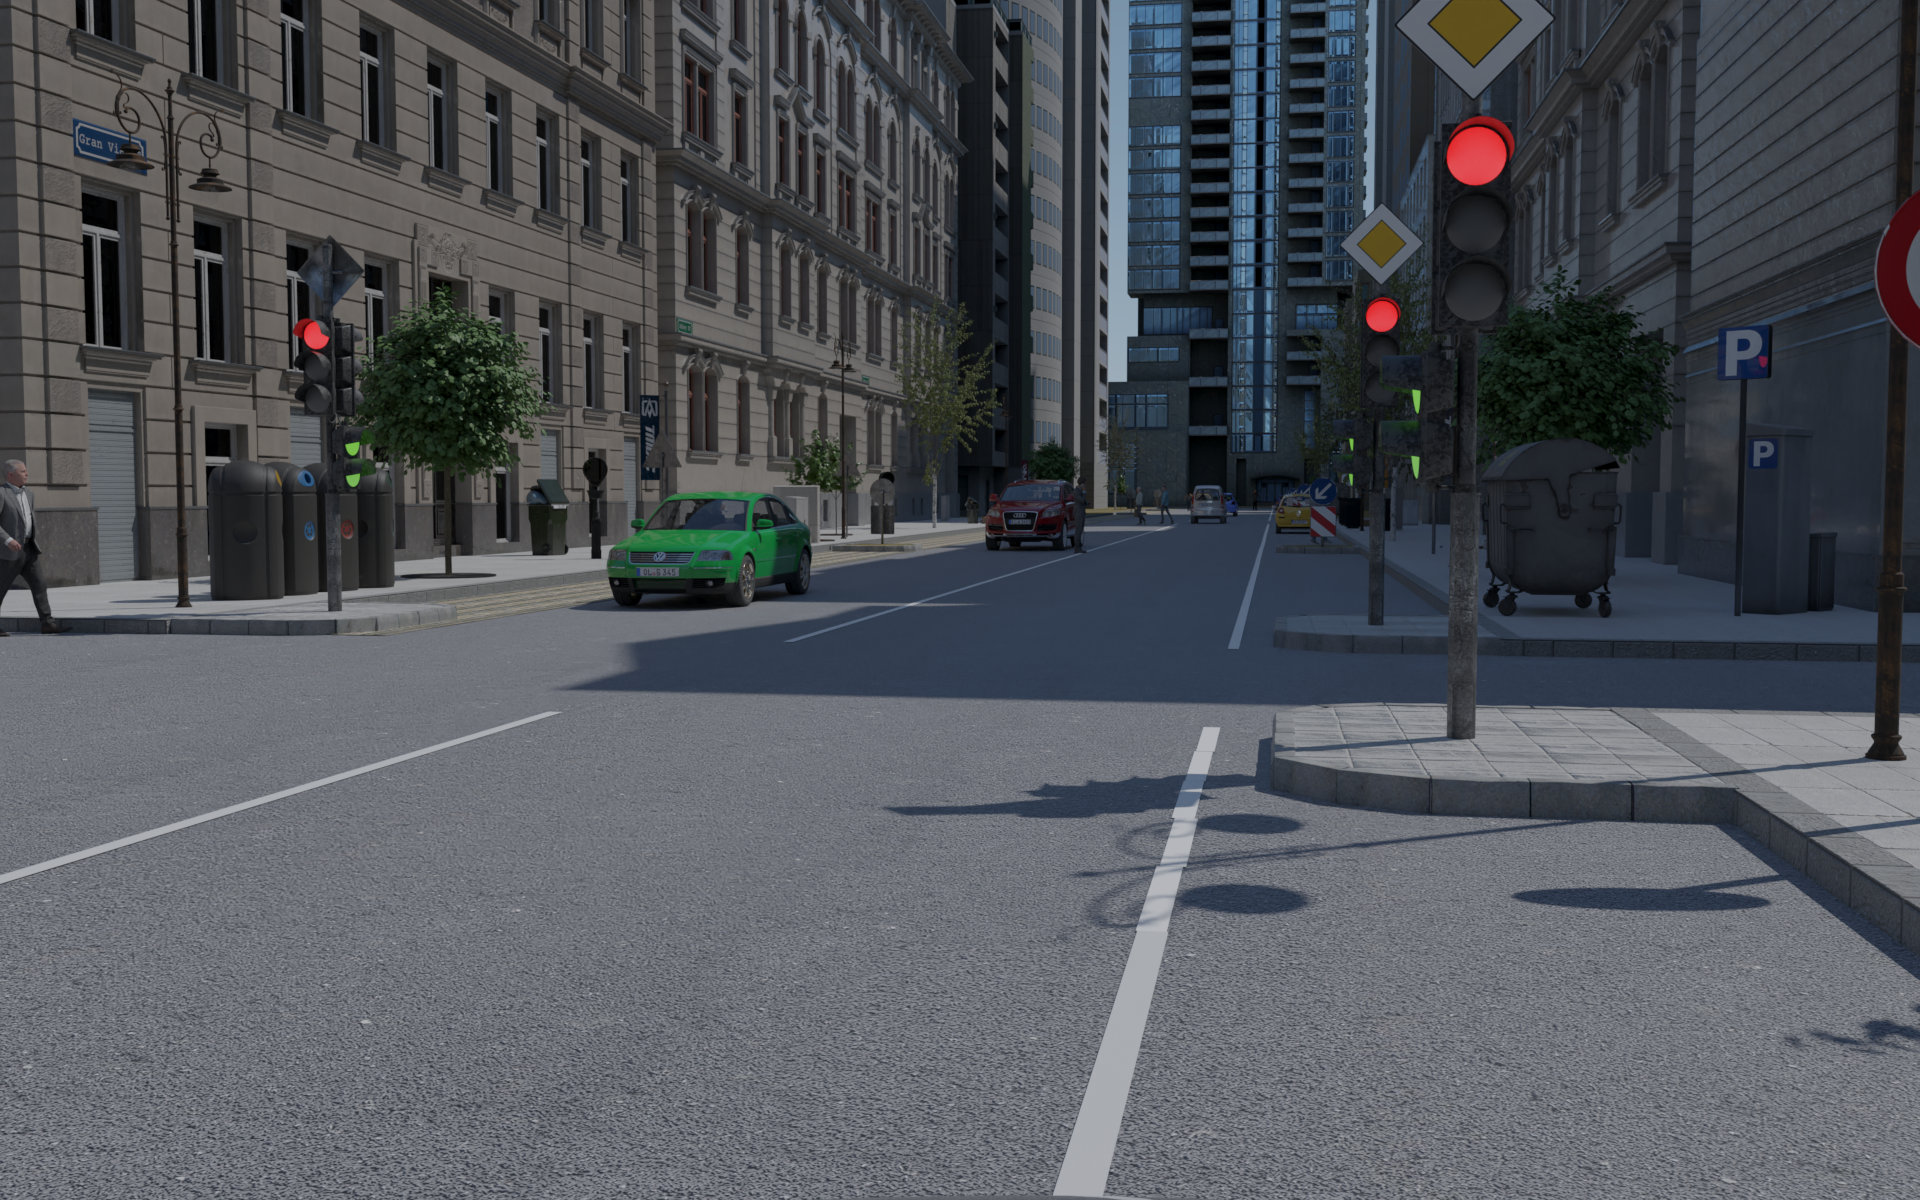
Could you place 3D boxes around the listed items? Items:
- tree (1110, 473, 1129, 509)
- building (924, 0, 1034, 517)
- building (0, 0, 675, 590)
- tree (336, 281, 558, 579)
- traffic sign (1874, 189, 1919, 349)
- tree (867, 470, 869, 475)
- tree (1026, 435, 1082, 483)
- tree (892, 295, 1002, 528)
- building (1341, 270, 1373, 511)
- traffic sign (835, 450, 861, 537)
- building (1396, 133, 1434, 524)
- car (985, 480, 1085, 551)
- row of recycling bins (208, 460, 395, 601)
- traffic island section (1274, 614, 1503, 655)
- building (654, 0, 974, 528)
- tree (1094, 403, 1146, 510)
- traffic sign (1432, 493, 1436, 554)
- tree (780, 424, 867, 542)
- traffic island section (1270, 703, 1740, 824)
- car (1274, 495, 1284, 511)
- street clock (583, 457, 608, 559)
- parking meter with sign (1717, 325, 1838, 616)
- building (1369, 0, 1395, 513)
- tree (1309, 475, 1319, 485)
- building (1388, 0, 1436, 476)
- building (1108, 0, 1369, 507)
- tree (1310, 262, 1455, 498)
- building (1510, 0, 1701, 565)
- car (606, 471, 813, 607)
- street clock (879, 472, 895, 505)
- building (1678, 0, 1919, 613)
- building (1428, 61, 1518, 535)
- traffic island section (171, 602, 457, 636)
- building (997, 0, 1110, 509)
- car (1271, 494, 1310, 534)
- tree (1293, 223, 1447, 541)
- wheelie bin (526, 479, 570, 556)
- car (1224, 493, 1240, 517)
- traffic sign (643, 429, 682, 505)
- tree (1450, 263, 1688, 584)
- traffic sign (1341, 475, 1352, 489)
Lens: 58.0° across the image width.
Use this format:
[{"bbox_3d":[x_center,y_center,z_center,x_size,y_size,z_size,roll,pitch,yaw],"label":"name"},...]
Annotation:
[{"bbox_3d":[13.549,-9.195,144.938,1.663,3.219,1.824,0,3,0],"label":"tree"},{"bbox_3d":[-3.599,-20.184,101.717,14.160,30.474,14.107,1,4,10],"label":"building"},{"bbox_3d":[-15.793,-14.555,35.241,12.463,27.353,25.104,1,4,10],"label":"building"},{"bbox_3d":[-7.855,-2.631,26.735,4.285,4.588,4.351,0,3,0],"label":"tree"},{"bbox_3d":[3.990,-0.411,6.820,0.768,2.556,0.104,1,4,18],"label":"traffic sign"},{"bbox_3d":[-3.848,-3.600,53.469,1.663,3.219,1.824,0,3,0],"label":"tree"},{"bbox_3d":[5.003,-6.833,95.439,4.285,4.588,4.351,0,3,0],"label":"tree"},{"bbox_3d":[-0.759,-7.020,65.133,4.737,8.622,4.395,0,3,0],"label":"tree"},{"bbox_3d":[46.768,-18.368,145.363,27.650,21.520,28.899,1,4,10],"label":"building"},{"bbox_3d":[-3.359,-3.139,51.330,0.884,2.594,0.081,1,4,14],"label":"traffic sign"},{"bbox_3d":[26.396,-13.828,80.847,10.420,20.320,16.860,1,4,10],"label":"building"},{"bbox_3d":[2.028,-2.260,45.621,2.281,1.827,5.304,1,4,12],"label":"car"},{"bbox_3d":[-8.518,-0.940,22.476,1.069,1.692,3.534,1,4,11],"label":"row of recycling bins"},{"bbox_3d":[4.097,0.325,16.975,2.009,0.180,2.903,1,4,10],"label":"traffic island section"},{"bbox_3d":[-8.119,-18.095,83.249,14.401,28.519,23.554,1,4,10],"label":"building"},{"bbox_3d":[12.664,-11.574,139.596,4.360,8.622,3.978,0,3,0],"label":"tree"},{"bbox_3d":[10.110,-2.250,36.901,0.768,2.556,0.104,1,4,11],"label":"traffic sign"},{"bbox_3d":[-3.830,-3.210,47.088,1.663,3.219,1.824,0,3,0],"label":"tree"},{"bbox_3d":[2.659,0.805,9.120,2.009,0.180,2.903,1,4,10],"label":"traffic island section"},{"bbox_3d":[27.762,-8.269,147.775,1.945,1.354,3.894,1,4,9],"label":"car"},{"bbox_3d":[-7.223,-1.821,34.338,0.471,2.002,0.358,-1,4,-18],"label":"street clock"},{"bbox_3d":[8.820,-1.366,18.600,1.738,3.016,0.543,-3,4,-38],"label":"parking meter with sign"},{"bbox_3d":[38.551,-35.094,115.786,21.231,58.520,28.212,1,4,10],"label":"building"},{"bbox_3d":[32.247,-10.015,158.354,1.663,3.219,1.824,0,3,0],"label":"tree"},{"bbox_3d":[31.524,-27.260,95.810,14.600,45.320,14.200,1,4,10],"label":"building"},{"bbox_3d":[30.247,-53.416,186.028,31.000,86.520,22.319,1,4,10],"label":"building"},{"bbox_3d":[13.281,-6.387,54.788,4.360,8.622,3.978,0,3,0],"label":"tree"},{"bbox_3d":[20.872,-15.470,40.320,14.401,28.519,23.554,1,4,10],"label":"building"},{"bbox_3d":[-3.309,-0.901,23.531,1.959,1.807,4.718,1,4,10],"label":"car"},{"bbox_3d":[-2.359,-3.130,55.753,0.471,2.002,0.358,-2,4,-29],"label":"street clock"},{"bbox_3d":[19.526,-10.519,21.138,18.267,20.994,9.793,1,4,10],"label":"building"},{"bbox_3d":[24.014,-14.924,62.026,12.078,24.808,19.932,1,4,10],"label":"building"},{"bbox_3d":[-6.862,0.202,18.978,2.009,0.180,2.903,1,4,10],"label":"traffic island section"},{"bbox_3d":[-0.907,-37.606,156.861,28.212,58.520,21.231,1,4,10],"label":"building"},{"bbox_3d":[12.487,-3.276,63.782,2.015,1.641,3.980,1,4,11],"label":"car"},{"bbox_3d":[11.707,-5.927,47.270,4.737,8.622,4.395,0,3,0],"label":"tree"},{"bbox_3d":[-8.658,-1.735,36.273,0.693,1.594,0.980,2,4,25],"label":"wheelie bin"},{"bbox_3d":[17.039,-6.248,111.749,1.945,1.707,3.694,1,4,11],"label":"car"},{"bbox_3d":[-5.983,-2.125,34.754,0.884,2.594,0.081,1,4,20],"label":"traffic sign"},{"bbox_3d":[8.562,-2.517,24.860,4.285,4.588,4.351,0,3,0],"label":"tree"},{"bbox_3d":[20.027,-5.353,89.653,0.606,2.300,0.079,1,4,11],"label":"traffic sign"}]
